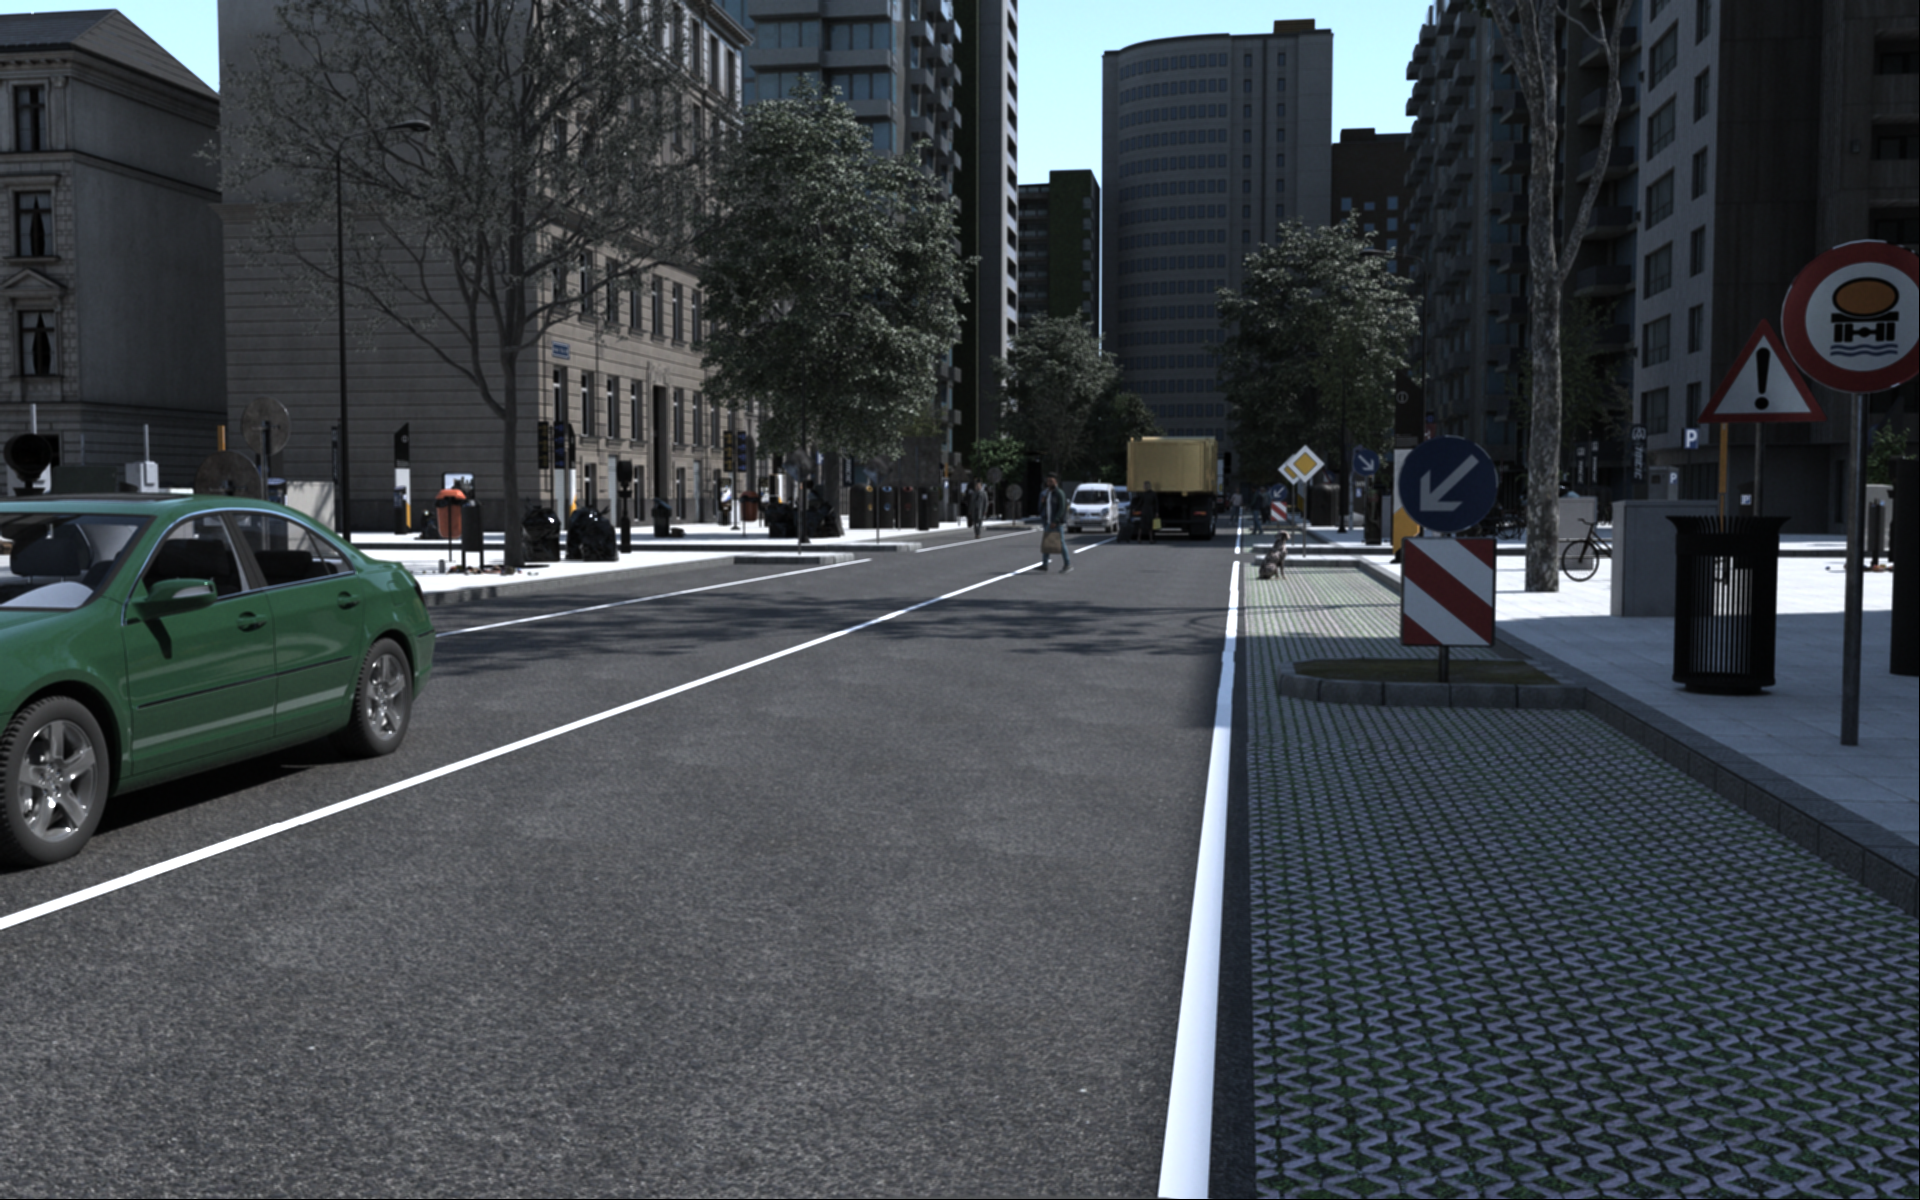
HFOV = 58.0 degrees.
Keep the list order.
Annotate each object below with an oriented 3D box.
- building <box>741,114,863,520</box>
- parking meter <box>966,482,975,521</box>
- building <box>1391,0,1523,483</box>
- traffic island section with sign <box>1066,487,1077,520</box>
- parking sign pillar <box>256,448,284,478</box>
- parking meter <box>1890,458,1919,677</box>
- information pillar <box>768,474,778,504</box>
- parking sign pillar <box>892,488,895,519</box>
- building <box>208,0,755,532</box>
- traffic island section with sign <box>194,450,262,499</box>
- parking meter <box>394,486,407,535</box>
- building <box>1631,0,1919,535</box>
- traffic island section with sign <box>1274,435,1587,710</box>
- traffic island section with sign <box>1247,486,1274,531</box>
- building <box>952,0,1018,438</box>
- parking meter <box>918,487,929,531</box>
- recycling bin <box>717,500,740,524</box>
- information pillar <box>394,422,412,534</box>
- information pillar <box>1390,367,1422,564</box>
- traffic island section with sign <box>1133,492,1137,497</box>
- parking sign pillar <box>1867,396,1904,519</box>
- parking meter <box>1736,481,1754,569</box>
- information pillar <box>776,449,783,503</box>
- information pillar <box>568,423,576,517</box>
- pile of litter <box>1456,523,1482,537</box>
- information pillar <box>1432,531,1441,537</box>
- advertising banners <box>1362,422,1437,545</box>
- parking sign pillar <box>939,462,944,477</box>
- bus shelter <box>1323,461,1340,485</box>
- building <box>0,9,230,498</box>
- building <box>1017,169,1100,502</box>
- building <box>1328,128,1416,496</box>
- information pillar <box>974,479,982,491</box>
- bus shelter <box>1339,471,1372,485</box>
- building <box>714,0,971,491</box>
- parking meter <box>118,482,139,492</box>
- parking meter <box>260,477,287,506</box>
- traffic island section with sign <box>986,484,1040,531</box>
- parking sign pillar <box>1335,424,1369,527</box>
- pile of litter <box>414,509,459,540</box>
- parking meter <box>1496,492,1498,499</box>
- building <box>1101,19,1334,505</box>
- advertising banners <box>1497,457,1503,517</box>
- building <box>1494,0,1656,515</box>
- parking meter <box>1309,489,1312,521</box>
[{"bbox_3d":[-14.315,-15.458,94.541,13.314,21.916,24.055,1,4,9],"label":"building"},{"bbox_3d":[0.492,-4.640,81.571,0.399,1.863,0.255,0,3,0],"label":"parking meter"},{"bbox_3d":[53.478,-33.147,161.567,23.786,49.044,30.456,1,4,9],"label":"building"},{"bbox_3d":[6.491,-5.310,95.448,1.989,1.847,2.006,1,4,9],"label":"traffic island section with sign"},{"bbox_3d":[-20.386,-3.834,51.165,1.447,3.967,1.447,0,4,-6],"label":"parking sign pillar"},{"bbox_3d":[6.827,-0.237,12.279,0.372,1.533,0.369,0,3,0],"label":"parking meter"},{"bbox_3d":[-6.948,-3.671,64.505,0.304,2.012,0.304,0,4,7],"label":"information pillar"},{"bbox_3d":[-3.160,-6.147,88.977,1.447,3.967,1.447,-1,4,-22],"label":"parking sign pillar"},{"bbox_3d":[-17.633,-16.685,70.058,12.463,27.353,25.104,1,4,9],"label":"building"},{"bbox_3d":[-6.638,-0.386,14.938,1.989,1.847,2.006,1,4,9],"label":"traffic island section with sign"},{"bbox_3d":[-17.668,-2.829,54.671,0.372,1.533,0.369,0,3,0],"label":"parking meter"},{"bbox_3d":[31.278,-17.473,57.385,14.107,30.474,14.160,1,4,9],"label":"building"},{"bbox_3d":[3.312,-0.236,12.493,1.989,1.847,2.006,1,4,9],"label":"traffic island section with sign"},{"bbox_3d":[12.247,-3.585,67.236,1.989,1.847,2.006,1,4,9],"label":"traffic island section with sign"},{"bbox_3d":[-8.576,-38.805,176.454,28.212,58.520,21.231,1,4,9],"label":"building"},{"bbox_3d":[-1.273,-3.194,60.631,0.372,1.533,0.369,0,3,0],"label":"parking meter"},{"bbox_3d":[-9.866,-3.748,73.838,0.722,1.027,0.722,2,4,29],"label":"recycling bin"},{"bbox_3d":[-18.072,-3.964,56.171,0.183,3.616,0.504,3,5,44],"label":"information pillar"},{"bbox_3d":[8.226,-2.481,31.913,0.504,3.616,0.183,2,4,33],"label":"information pillar"},{"bbox_3d":[14.575,-8.343,145.032,1.989,1.847,2.006,1,4,9],"label":"traffic island section with sign"},{"bbox_3d":[25.304,-3.607,47.447,1.447,3.967,1.447,-3,5,-39],"label":"parking sign pillar"},{"bbox_3d":[13.501,-1.303,29.707,0.372,1.533,0.369,0,3,0],"label":"parking meter"},{"bbox_3d":[-7.482,-4.917,71.739,0.183,3.616,0.504,1,4,19],"label":"information pillar"},{"bbox_3d":[-12.858,-4.042,57.446,0.183,3.616,0.504,0,4,4],"label":"information pillar"},{"bbox_3d":[8.625,-0.993,30.194,1.176,0.858,1.719,1,4,16],"label":"pile of litter"},{"bbox_3d":[12.332,-2.440,44.387,0.304,2.012,0.304,-3,5,-42],"label":"information pillar"},{"bbox_3d":[10.925,-2.869,43.088,0.090,3.025,2.074,-3,5,-43],"label":"advertising banners"},{"bbox_3d":[-1.661,-7.167,105.653,1.447,3.967,1.447,0,4,-4],"label":"parking sign pillar"},{"bbox_3d":[23.453,-7.028,108.829,2.014,3.302,5.546,1,4,9],"label":"bus shelter"},{"bbox_3d":[-38.474,-12.283,65.458,19.286,19.102,10.561,1,4,9],"label":"building"},{"bbox_3d":[10.455,-32.897,221.459,14.086,41.232,14.154,1,4,9],"label":"building"},{"bbox_3d":[52.769,-34.519,214.496,14.200,45.320,14.600,1,4,9],"label":"building"},{"bbox_3d":[0.854,-4.740,81.996,0.304,2.012,0.304,-1,4,-10],"label":"information pillar"},{"bbox_3d":[20.059,-5.945,88.484,1.731,3.624,6.357,1,4,9],"label":"bus shelter"},{"bbox_3d":[-12.166,-31.663,137.297,23.786,49.044,30.456,1,4,9],"label":"building"},{"bbox_3d":[-17.242,-1.684,35.939,0.372,1.533,0.369,0,3,0],"label":"parking meter"},{"bbox_3d":[-10.198,-1.061,25.753,0.372,1.533,0.369,0,3,0],"label":"parking meter"},{"bbox_3d":[2.153,-3.683,68.843,1.989,1.847,2.006,1,4,9],"label":"traffic island section with sign"},{"bbox_3d":[15.297,-4.811,67.138,1.447,3.967,1.447,-3,5,-40],"label":"parking sign pillar"},{"bbox_3d":[-14.788,-2.138,48.916,1.176,0.858,1.719,-2,4,-25],"label":"pile of litter"},{"bbox_3d":[25.166,-4.641,81.589,0.255,1.863,0.399,1,4,11],"label":"parking meter"},{"bbox_3d":[32.338,-41.502,220.559,28.212,58.520,21.231,1,4,9],"label":"building"},{"bbox_3d":[25.516,-5.254,82.091,0.090,3.025,2.074,0,4,8],"label":"advertising banners"},{"bbox_3d":[42.819,-27.118,98.010,22.147,44.769,28.867,1,4,9],"label":"building"},{"bbox_3d":[16.733,-4.505,82.073,0.372,1.533,0.369,0,3,0],"label":"parking meter"}]
